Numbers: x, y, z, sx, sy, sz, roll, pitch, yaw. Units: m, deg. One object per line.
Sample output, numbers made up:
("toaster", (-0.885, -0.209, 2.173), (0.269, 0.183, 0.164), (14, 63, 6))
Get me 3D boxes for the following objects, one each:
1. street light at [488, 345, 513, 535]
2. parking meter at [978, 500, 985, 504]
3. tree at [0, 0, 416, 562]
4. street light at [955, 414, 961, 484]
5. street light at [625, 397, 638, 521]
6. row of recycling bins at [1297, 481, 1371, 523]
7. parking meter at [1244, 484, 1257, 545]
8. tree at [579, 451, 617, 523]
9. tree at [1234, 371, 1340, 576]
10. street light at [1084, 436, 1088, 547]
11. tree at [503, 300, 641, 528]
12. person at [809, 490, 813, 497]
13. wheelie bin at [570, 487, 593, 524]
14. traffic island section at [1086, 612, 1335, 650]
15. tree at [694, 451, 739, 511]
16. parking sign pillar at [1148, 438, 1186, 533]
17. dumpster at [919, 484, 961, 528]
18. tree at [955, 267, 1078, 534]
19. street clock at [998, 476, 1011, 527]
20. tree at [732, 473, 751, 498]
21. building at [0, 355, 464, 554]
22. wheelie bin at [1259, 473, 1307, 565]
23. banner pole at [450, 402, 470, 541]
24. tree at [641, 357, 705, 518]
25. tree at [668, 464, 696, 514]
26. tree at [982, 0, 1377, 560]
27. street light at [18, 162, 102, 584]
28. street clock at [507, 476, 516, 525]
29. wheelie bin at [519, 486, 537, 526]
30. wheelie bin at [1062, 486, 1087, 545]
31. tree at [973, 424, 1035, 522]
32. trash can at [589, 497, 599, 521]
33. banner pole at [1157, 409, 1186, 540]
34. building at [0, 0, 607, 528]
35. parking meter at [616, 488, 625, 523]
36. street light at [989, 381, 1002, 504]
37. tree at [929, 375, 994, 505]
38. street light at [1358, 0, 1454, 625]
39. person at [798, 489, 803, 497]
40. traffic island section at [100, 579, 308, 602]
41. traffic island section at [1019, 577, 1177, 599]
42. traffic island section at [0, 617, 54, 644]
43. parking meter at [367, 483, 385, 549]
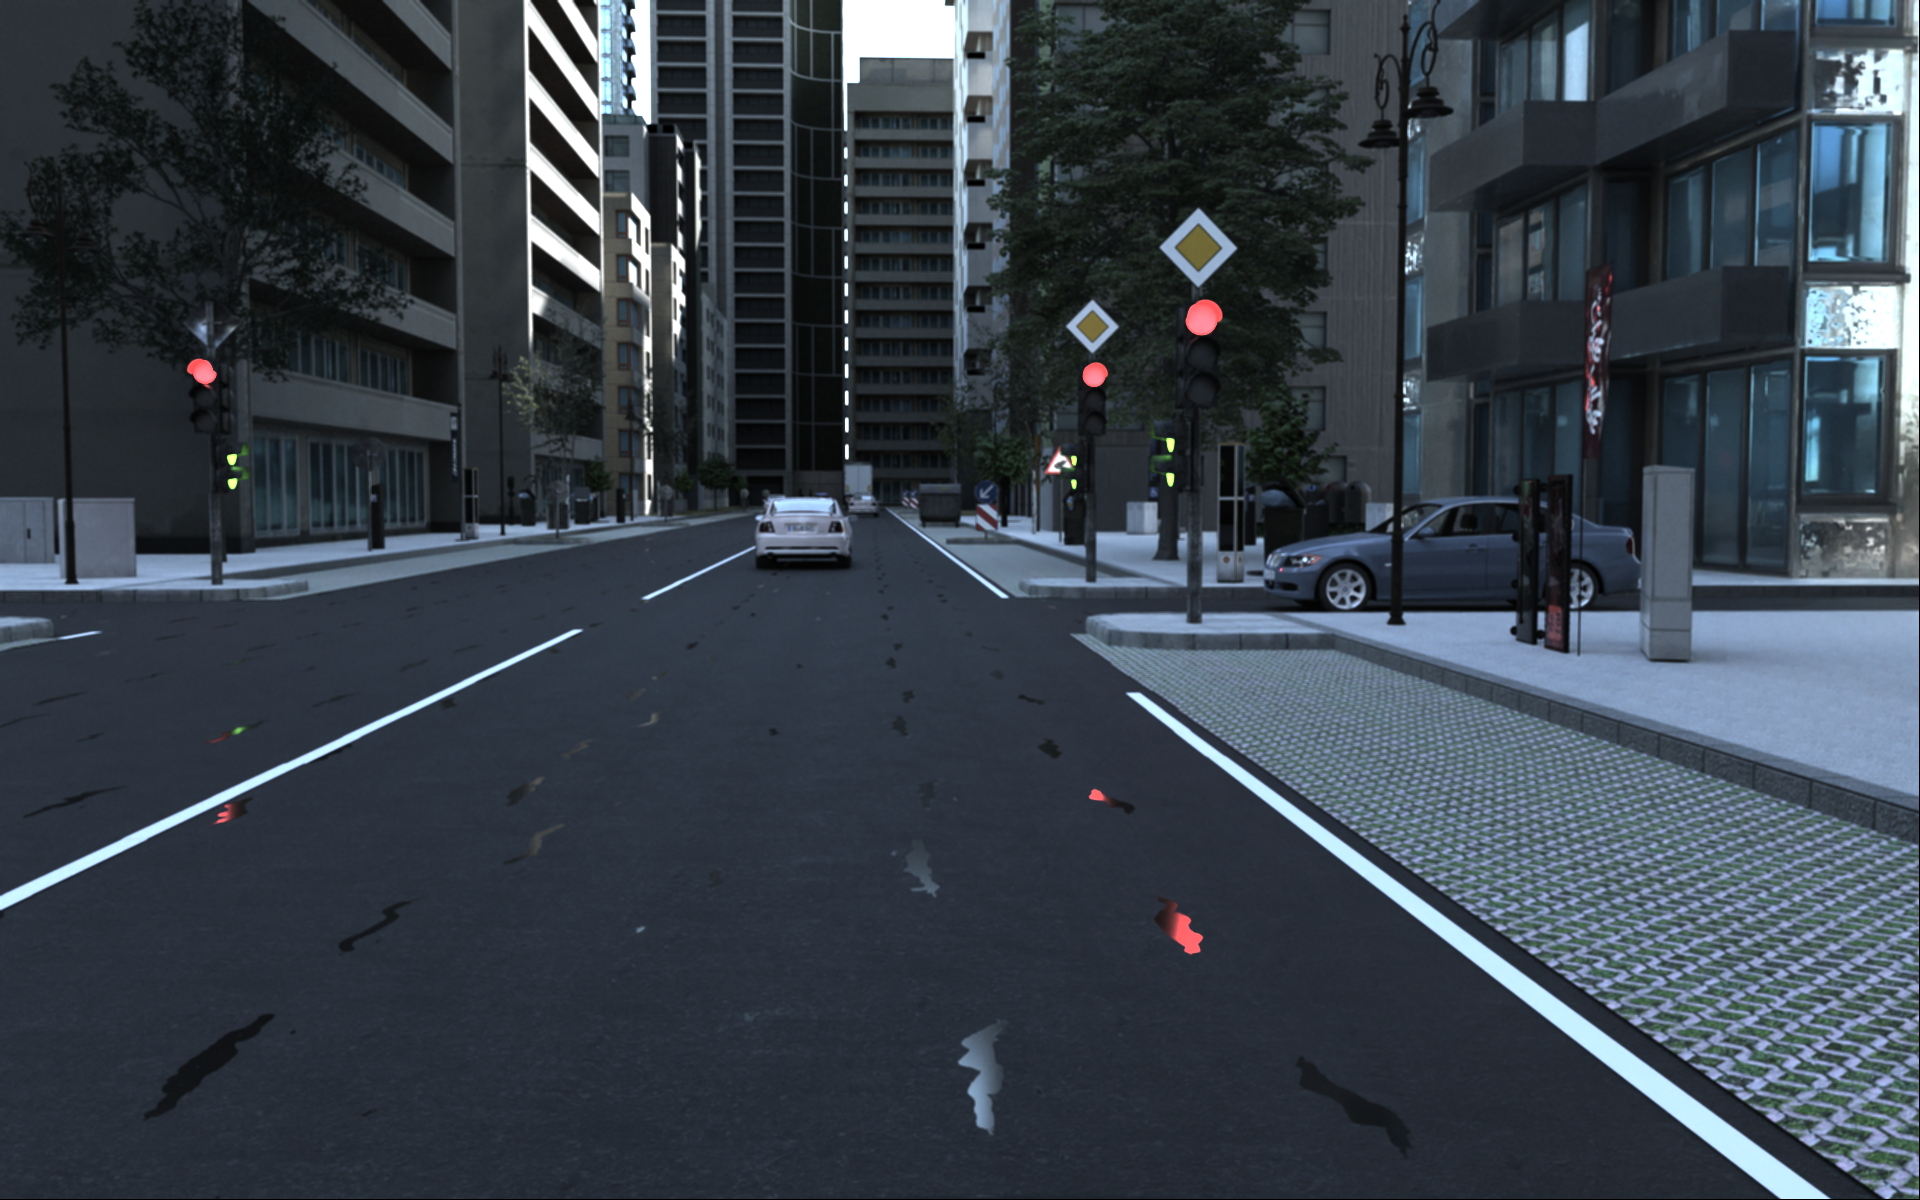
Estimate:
("street light", (-14.223, -4.949, 53.709), (0.468, 5.910, 1.993), (0, 4, -3))
("parking meter", (0.963, -4.279, 75.669), (0.399, 1.863, 0.255), (1, 4, 8))
("tree", (-14.056, -5.969, 32.004), (8.767, 10.594, 7.601), (1, 4, 11))
("street light", (-0.103, -7.774, 99.890), (0.468, 5.910, 1.993), (0, 4, -3))
("street light", (-15.671, -6.714, 82.567), (0.468, 5.910, 1.993), (0, 4, -3))
("row of recycling bins", (11.786, -2.963, 55.564), (1.069, 1.692, 3.534), (-2, 4, -32))
("parking meter", (7.238, -2.140, 43.400), (0.372, 1.533, 0.369), (0, 3, 0))
("tree", (-16.503, -5.119, 78.296), (1.663, 3.219, 1.824), (0, 3, 0))
("tree", (5.190, -2.005, 27.381), (1.663, 3.219, 1.824), (0, 3, 0))
("street light", (3.110, -4.225, 41.871), (0.468, 5.910, 1.993), (0, 4, -3))
("tree", (-15.071, -7.061, 65.812), (4.360, 8.622, 3.978), (0, 3, 0))
("person", (-12.596, -8.450, 146.676), (0.705, 1.821, 1.348), (0, 4, 7))
("wheelie bin", (-16.007, -3.997, 73.267), (0.980, 1.594, 0.693), (-1, 4, -10))
("traffic island section", (2.353, 0.309, 17.236), (2.009, 0.180, 2.903), (0, 4, -3))
("tree", (-18.449, -9.024, 131.249), (4.285, 4.588, 4.351), (0, 3, 0))
("parking sign pillar", (6.740, -4.201, 57.158), (1.447, 3.967, 1.447), (3, 4, 38))
("dumpster", (-0.851, -4.012, 73.805), (1.865, 1.857, 1.264), (0, 4, -2))
("tree", (2.197, -6.410, 55.165), (4.360, 8.622, 3.978), (0, 3, 0))
("street clock", (1.734, -3.864, 67.747), (0.471, 2.002, 0.358), (-2, 4, -30))
("tree", (-19.897, -9.884, 156.203), (1.663, 3.219, 1.824), (0, 3, 0))
("building", (-26.588, -25.799, 45.511), (21.300, 48.544, 21.600), (0, 4, -3))
("wheelie bin", (4.823, -1.099, 25.873), (0.693, 1.594, 0.980), (1, 4, 13))
("banner pole", (-13.625, -3.482, 46.951), (0.401, 3.779, 0.863), (0, 4, 8))
("tree", (-16.164, -8.790, 94.077), (4.360, 8.622, 3.978), (0, 3, 0))
("tree", (-17.958, -7.267, 113.418), (1.663, 3.219, 1.824), (0, 3, 0))
("tree", (4.094, -7.075, 33.809), (7.486, 12.596, 7.792), (0, 3, 0))
("street light", (-12.680, -3.166, 24.546), (0.468, 5.910, 1.993), (0, 4, -3))
("street clock", (-18.408, -4.066, 71.049), (0.358, 2.002, 0.471), (0, 4, -7))
("wheelie bin", (-17.352, -3.769, 69.534), (0.693, 1.594, 0.980), (-1, 4, -12))
("wheelie bin", (2.922, -2.194, 43.781), (0.693, 1.594, 0.980), (0, 4, 3))
("tree", (2.060, -5.908, 80.317), (4.285, 4.588, 4.351), (0, 3, 0))
("trash can", (-17.549, -4.327, 82.398), (0.748, 1.137, 0.748), (0, 3, 0))
("banner pole", (5.916, -3.583, 48.600), (0.863, 3.779, 0.401), (1, 4, 18))
("building", (-29.260, -27.999, 81.484), (21.300, 48.544, 21.600), (0, 4, -3))
("parking meter", (-14.986, -4.164, 76.499), (0.372, 1.533, 0.369), (0, 3, 0))
("street light", (1.449, -6.008, 71.023), (0.468, 5.910, 1.993), (0, 4, -3))
("tree", (0.013, -9.545, 106.426), (4.737, 8.622, 4.395), (0, 3, 0))
("street light", (4.291, -2.696, 16.861), (0.468, 5.910, 1.993), (0, 4, -3))
("person", (-14.103, -8.861, 153.003), (0.705, 1.869, 1.348), (1, 4, 18))
("traffic island section", (-10.547, -0.139, 24.550), (2.009, 0.180, 2.903), (0, 4, -3))
("traffic island section", (1.927, -0.179, 25.210), (2.009, 0.180, 2.903), (0, 4, -3))
("traffic island section", (-10.121, 0.349, 16.576), (2.009, 0.180, 2.903), (0, 4, -3))
("parking meter", (-13.668, -1.964, 40.515), (0.372, 1.533, 0.369), (0, 3, 0))
